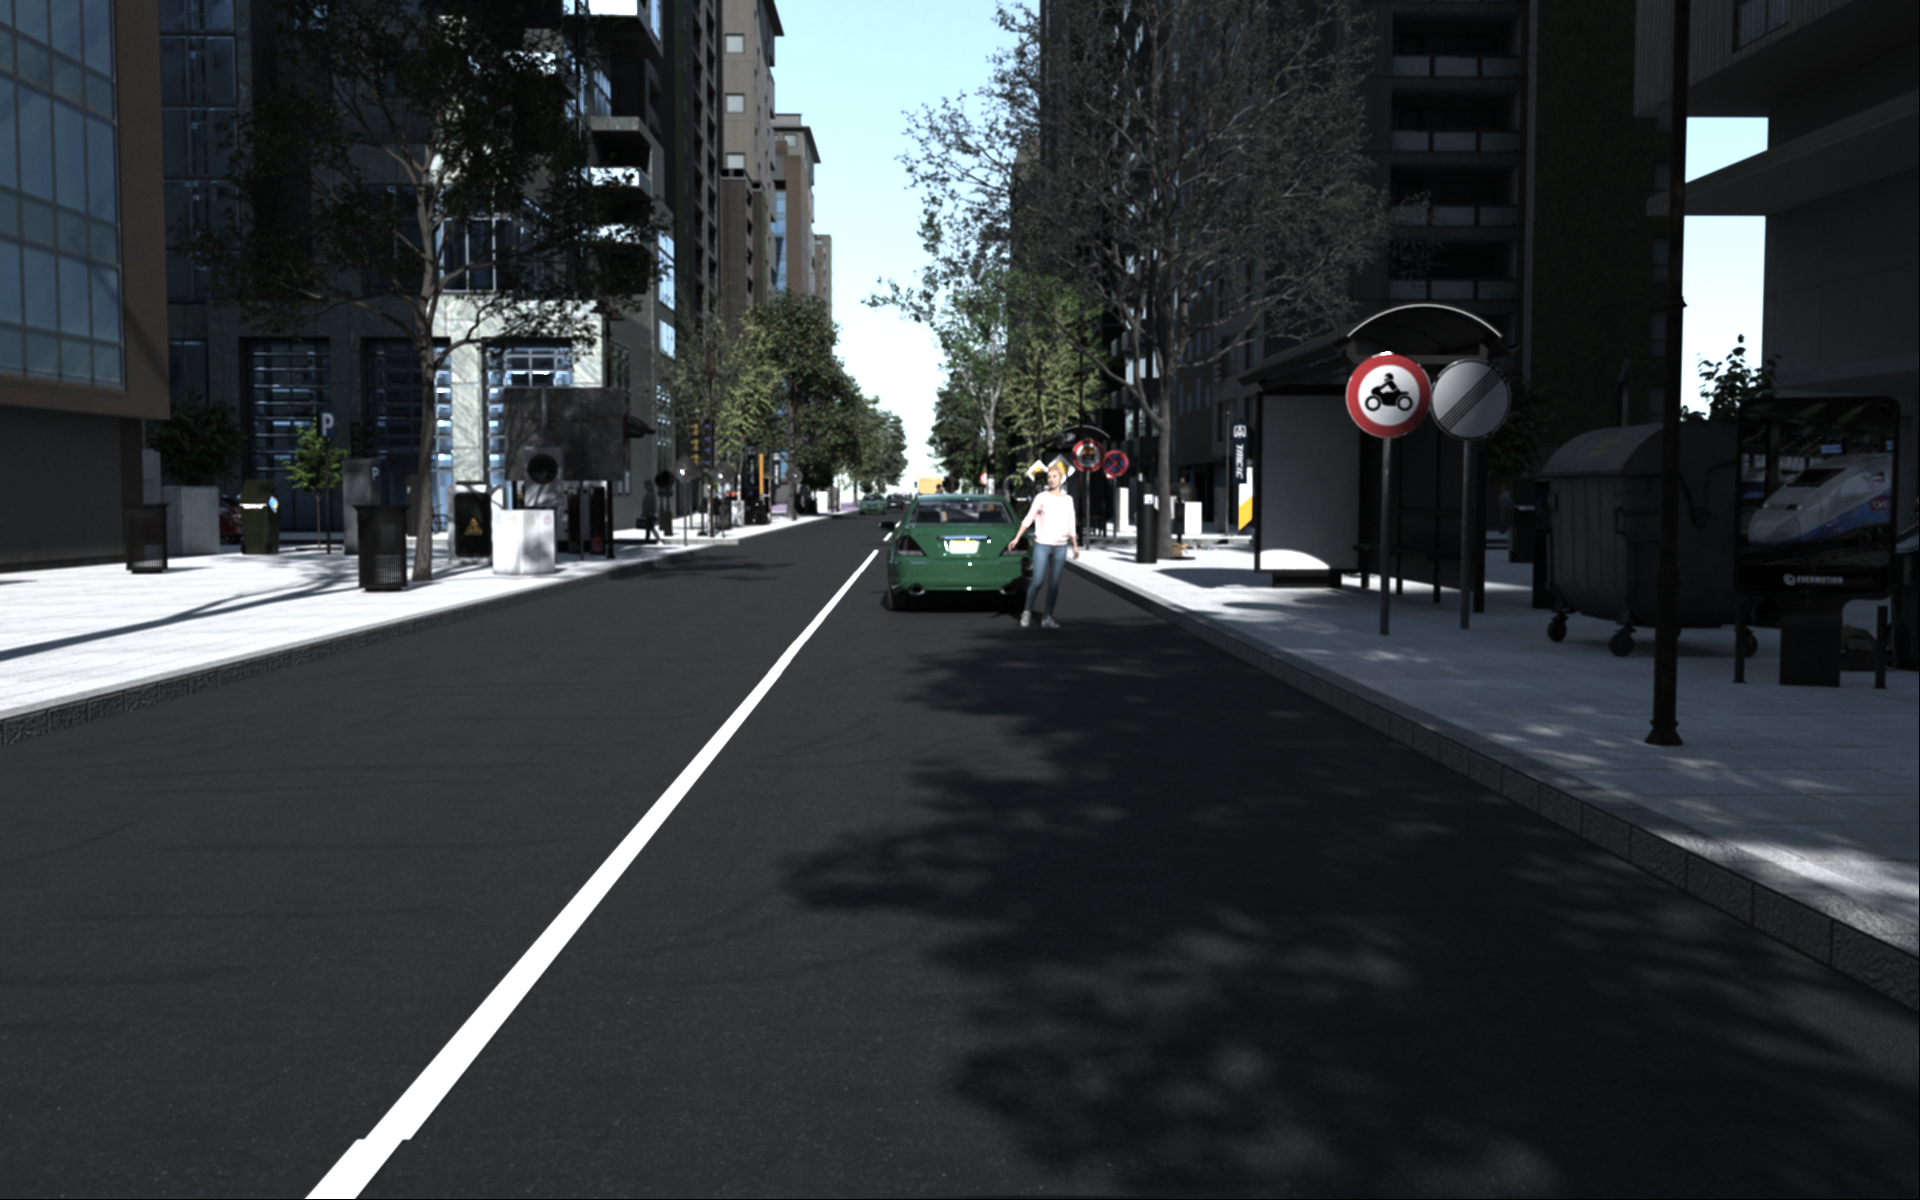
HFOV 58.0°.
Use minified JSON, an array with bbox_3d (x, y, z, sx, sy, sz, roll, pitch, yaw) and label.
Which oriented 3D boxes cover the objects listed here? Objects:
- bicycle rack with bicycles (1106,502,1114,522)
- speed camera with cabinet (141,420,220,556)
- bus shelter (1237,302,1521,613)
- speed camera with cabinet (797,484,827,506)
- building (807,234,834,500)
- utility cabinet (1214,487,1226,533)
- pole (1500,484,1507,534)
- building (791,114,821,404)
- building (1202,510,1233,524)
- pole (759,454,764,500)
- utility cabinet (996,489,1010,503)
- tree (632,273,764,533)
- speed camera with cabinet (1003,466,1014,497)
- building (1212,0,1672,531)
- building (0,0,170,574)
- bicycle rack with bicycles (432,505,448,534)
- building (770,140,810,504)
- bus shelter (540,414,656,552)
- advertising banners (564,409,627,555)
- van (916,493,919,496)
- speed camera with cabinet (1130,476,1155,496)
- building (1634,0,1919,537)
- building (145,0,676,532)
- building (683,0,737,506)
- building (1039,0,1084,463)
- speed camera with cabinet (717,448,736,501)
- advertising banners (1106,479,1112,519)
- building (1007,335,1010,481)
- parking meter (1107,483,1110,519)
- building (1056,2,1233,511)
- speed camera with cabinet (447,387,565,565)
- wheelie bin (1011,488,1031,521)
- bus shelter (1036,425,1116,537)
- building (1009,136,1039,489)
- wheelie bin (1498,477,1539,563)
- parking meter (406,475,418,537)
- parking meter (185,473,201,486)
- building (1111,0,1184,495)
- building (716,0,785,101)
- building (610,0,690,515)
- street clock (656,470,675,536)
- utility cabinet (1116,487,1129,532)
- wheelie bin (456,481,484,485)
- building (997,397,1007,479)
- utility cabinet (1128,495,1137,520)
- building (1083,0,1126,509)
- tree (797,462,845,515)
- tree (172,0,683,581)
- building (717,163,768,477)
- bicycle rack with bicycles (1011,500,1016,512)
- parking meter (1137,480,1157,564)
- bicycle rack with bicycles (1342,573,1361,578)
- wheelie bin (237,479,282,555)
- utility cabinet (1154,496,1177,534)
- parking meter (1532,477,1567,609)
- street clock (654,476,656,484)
[{"bbox_3d":[6.347,-3.973,78.345,2.852,0.926,2.925,-3,4,-39],"label":"bicycle rack with bicycles"},{"bbox_3d":[-16.404,-2.540,35.861,0.660,3.252,2.038,2,4,29],"label":"speed camera with cabinet"},{"bbox_3d":[4.857,-1.660,21.073,2.014,3.302,5.546,0,4,-1],"label":"bus shelter"},{"bbox_3d":[-10.049,-7.546,117.719,2.038,3.252,0.660,-2,4,-33],"label":"speed camera with cabinet"},{"bbox_3d":[-26.808,-35.552,264.875,14.154,41.232,14.086,0,4,-1],"label":"building"},{"bbox_3d":[8.597,-2.973,57.281,0.318,1.500,1.173,0,4,3],"label":"utility cabinet"},{"bbox_3d":[17.545,-3.794,55.883,0.158,3.312,0.155,0,3,0],"label":"pole"},{"bbox_3d":[-34.448,-40.023,243.609,28.713,52.752,27.495,0,4,-1],"label":"building"},{"bbox_3d":[18.024,-26.293,79.997,14.600,45.320,14.200,0,4,-1],"label":"building"},{"bbox_3d":[-10.015,-5.724,87.435,0.158,3.312,0.155,0,3,0],"label":"pole"},{"bbox_3d":[1.882,-4.077,75.345,0.318,1.500,1.173,-1,4,-14],"label":"utility cabinet"},{"bbox_3d":[-8.489,-6.515,56.877,4.360,8.622,3.978,0,3,0],"label":"tree"},{"bbox_3d":[2.921,-7.723,120.600,0.660,3.252,2.038,3,5,44],"label":"speed camera with cabinet"},{"bbox_3d":[17.616,-23.334,65.100,14.086,41.232,14.154,0,4,-1],"label":"building"},{"bbox_3d":[-22.101,-22.927,24.970,14.200,45.320,14.600,0,4,-1],"label":"building"},{"bbox_3d":[-16.025,-2.621,56.229,2.852,0.926,2.925,-3,4,-39],"label":"bicycle rack with bicycles"},{"bbox_3d":[-26.806,-35.050,223.182,14.600,45.320,14.200,0,4,-1],"label":"building"},{"bbox_3d":[-8.534,-2.852,40.556,2.014,3.302,5.546,0,4,-1],"label":"bus shelter"},{"bbox_3d":[-7.674,-2.467,36.531,2.074,3.025,0.090,3,5,40],"label":"advertising banners"},{"bbox_3d":[-4.389,-12.950,216.115,2.240,2.365,5.245,0,4,-1],"label":"van"},{"bbox_3d":[9.763,-5.867,90.267,2.038,3.252,0.660,-3,4,-37],"label":"speed camera with cabinet"},{"bbox_3d":[26.835,-26.356,20.160,28.713,52.752,27.495,0,4,-1],"label":"building"},{"bbox_3d":[-23.401,-46.359,70.645,22.319,86.520,31.000,0,4,-1],"label":"building"},{"bbox_3d":[-27.438,-42.560,134.102,20.563,71.187,20.611,0,4,-1],"label":"building"},{"bbox_3d":[18.636,-38.972,179.192,21.231,58.520,28.212,0,4,-1],"label":"building"},{"bbox_3d":[-10.176,-4.964,75.500,0.660,3.252,2.038,0,4,-1],"label":"speed camera with cabinet"},{"bbox_3d":[7.254,-5.491,85.958,0.090,3.025,2.074,-1,4,-12],"label":"advertising banners"},{"bbox_3d":[13.680,-29.214,249.350,14.160,30.474,14.107,0,4,-1],"label":"building"},{"bbox_3d":[7.582,-5.149,89.895,0.399,1.863,0.255,-2,4,-35],"label":"parking meter"},{"bbox_3d":[16.236,-31.073,158.159,14.600,45.320,14.200,0,4,-1],"label":"building"},{"bbox_3d":[-8.319,-2.288,31.750,2.038,3.252,0.660,0,4,-7],"label":"speed camera with cabinet"},{"bbox_3d":[2.986,-4.656,84.031,0.980,1.594,0.693,0,4,7],"label":"wheelie bin"},{"bbox_3d":[3.515,-3.648,53.561,2.014,3.302,5.546,0,4,-1],"label":"bus shelter"},{"bbox_3d":[17.766,-37.094,230.191,21.300,48.544,21.600,0,4,-1],"label":"building"},{"bbox_3d":[10.590,-1.503,32.480,0.980,1.594,0.693,0,4,7],"label":"wheelie bin"},{"bbox_3d":[-16.457,-2.836,52.085,0.255,1.863,0.399,-3,5,-45],"label":"parking meter"},{"bbox_3d":[-21.833,-2.670,49.359,0.255,1.863,0.399,3,5,44],"label":"parking meter"},{"bbox_3d":[21.641,-30.008,110.236,23.786,49.044,30.456,0,4,-1],"label":"building"},{"bbox_3d":[-32.689,-35.705,173.009,28.713,52.752,27.495,0,4,-1],"label":"building"},{"bbox_3d":[-24.111,-25.621,102.505,14.154,41.232,14.086,0,4,-1],"label":"building"},{"bbox_3d":[-8.878,-2.941,52.654,0.471,2.002,0.358,3,5,43],"label":"street clock"},{"bbox_3d":[5.477,-3.051,58.565,0.318,1.500,1.173,0,4,-3],"label":"utility cabinet"},{"bbox_3d":[-11.924,-2.089,42.060,0.980,1.594,0.693,-1,4,-15],"label":"wheelie bin"},{"bbox_3d":[20.186,-26.087,271.559,27.650,21.520,28.899,0,4,-1],"label":"building"},{"bbox_3d":[8.443,-4.582,86.075,1.020,1.237,0.306,1,4,23],"label":"utility cabinet"},{"bbox_3d":[18.936,-42.885,139.425,20.563,71.187,20.611,0,4,-1],"label":"building"},{"bbox_3d":[-8.836,-7.538,106.957,4.285,4.588,4.351,0,3,0],"label":"tree"},{"bbox_3d":[-7.608,-5.560,25.316,7.601,10.594,8.767,-2,4,-28],"label":"tree"},{"bbox_3d":[-24.681,-23.326,153.088,14.160,30.474,14.107,0,4,-1],"label":"building"},{"bbox_3d":[3.128,-5.452,102.528,2.925,0.926,2.852,-1,4,-12],"label":"bicycle rack with bicycles"},{"bbox_3d":[3.455,-1.443,32.009,0.372,1.533,0.369,0,3,0],"label":"parking meter"},{"bbox_3d":[6.603,-0.833,27.003,2.925,0.926,2.852,1,4,13],"label":"bicycle rack with bicycles"},{"bbox_3d":[-14.870,-1.766,36.774,0.980,1.594,0.693,0,4,6],"label":"wheelie bin"},{"bbox_3d":[6.500,-2.757,56.241,1.020,1.237,0.306,2,4,27],"label":"utility cabinet"},{"bbox_3d":[6.631,-0.674,19.429,0.372,1.533,0.369,0,3,0],"label":"parking meter"},{"bbox_3d":[-10.460,-3.435,60.733,0.471,2.002,0.358,-1,4,-19],"label":"street clock"}]
